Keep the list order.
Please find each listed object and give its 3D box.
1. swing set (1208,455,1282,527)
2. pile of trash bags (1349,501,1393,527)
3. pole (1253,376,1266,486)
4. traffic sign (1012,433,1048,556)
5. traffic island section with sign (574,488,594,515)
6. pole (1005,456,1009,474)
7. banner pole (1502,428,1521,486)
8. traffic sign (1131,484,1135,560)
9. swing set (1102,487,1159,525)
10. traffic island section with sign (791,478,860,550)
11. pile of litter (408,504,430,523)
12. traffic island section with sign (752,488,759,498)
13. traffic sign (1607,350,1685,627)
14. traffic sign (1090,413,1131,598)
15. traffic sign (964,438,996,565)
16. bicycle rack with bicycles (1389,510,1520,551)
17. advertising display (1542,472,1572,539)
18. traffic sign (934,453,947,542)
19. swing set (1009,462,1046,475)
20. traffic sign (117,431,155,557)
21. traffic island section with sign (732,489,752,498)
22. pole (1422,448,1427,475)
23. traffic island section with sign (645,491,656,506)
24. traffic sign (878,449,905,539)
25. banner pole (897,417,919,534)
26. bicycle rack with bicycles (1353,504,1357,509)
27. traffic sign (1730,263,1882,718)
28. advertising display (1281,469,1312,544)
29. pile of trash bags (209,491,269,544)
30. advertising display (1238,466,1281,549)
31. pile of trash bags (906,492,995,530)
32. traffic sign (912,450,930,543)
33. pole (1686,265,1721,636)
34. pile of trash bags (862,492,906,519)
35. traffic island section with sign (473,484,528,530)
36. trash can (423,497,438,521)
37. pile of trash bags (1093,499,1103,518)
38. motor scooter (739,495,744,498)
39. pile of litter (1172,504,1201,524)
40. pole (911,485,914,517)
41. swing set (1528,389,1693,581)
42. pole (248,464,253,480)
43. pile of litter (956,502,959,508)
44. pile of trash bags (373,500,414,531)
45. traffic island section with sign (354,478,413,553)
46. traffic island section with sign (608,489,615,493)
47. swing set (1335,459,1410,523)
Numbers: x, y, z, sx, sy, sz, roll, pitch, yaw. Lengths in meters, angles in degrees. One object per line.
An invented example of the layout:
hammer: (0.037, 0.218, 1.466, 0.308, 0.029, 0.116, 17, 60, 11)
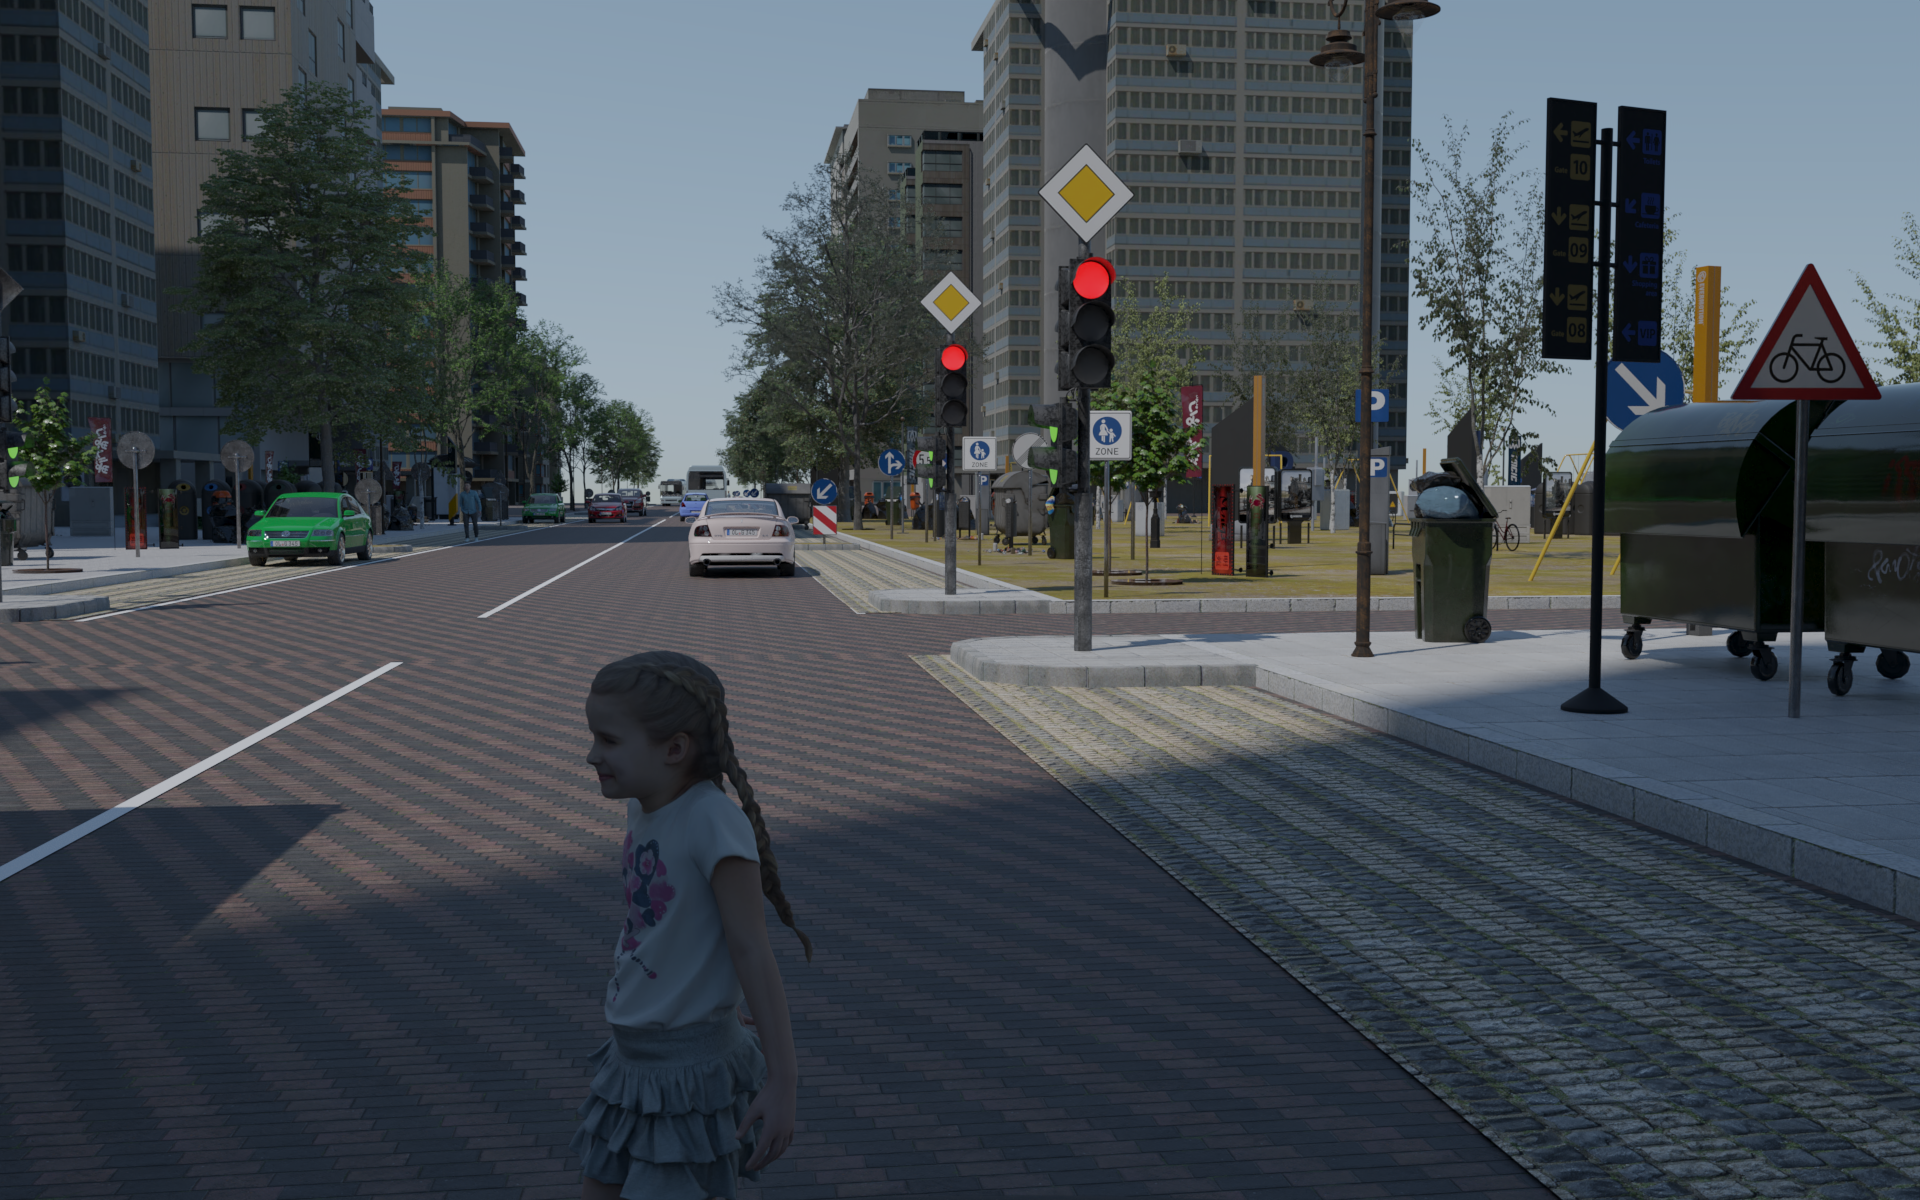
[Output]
swing set: (11.297, -4.389, 69.373, 3.119, 2.851, 2.862, 1, 4, 9)
pile of trash bags: (15.539, -3.596, 68.542, 1.912, 1.369, 3.447, -2, 4, -29)
pole: (5.172, -2.209, 29.962, 0.158, 3.312, 0.155, 0, 3, 0)
traffic sign: (1.460, -2.196, 36.006, 0.768, 2.556, 0.104, 0, 4, 0)
traffic island section with sign: (-25.534, -6.775, 119.406, 1.989, 1.847, 2.006, 0, 4, -8)
pole: (2.499, -6.015, 92.183, 0.158, 3.312, 0.155, 0, 3, 0)
banner pole: (20.734, -4.606, 65.326, 0.863, 3.779, 0.401, 1, 4, 14)
traffic sign: (3.374, -2.057, 33.744, 0.768, 2.556, 0.104, 0, 4, -4)
swing set: (6.712, -4.697, 74.418, 3.119, 2.851, 2.862, 3, 5, 42)
traffic island section with sign: (-3.654, -2.207, 44.713, 1.989, 1.847, 2.006, 0, 4, -8)
pile of litter: (-24.330, -3.893, 77.609, 1.719, 0.858, 1.176, -3, 5, -44)
traffic island section with sign: (-7.455, -3.839, 71.400, 1.989, 1.847, 2.006, 0, 4, -8)
traffic sign: (5.845, -0.909, 14.962, 0.768, 2.556, 0.104, 0, 4, -2)
traffic sign: (1.811, -1.179, 21.400, 0.606, 2.300, 0.079, 0, 4, 1)
traffic sign: (0.351, -1.769, 31.056, 0.606, 2.300, 0.079, 0, 4, -4)
bicycle rack with bicycles: (11.188, -1.612, 39.741, 2.852, 0.926, 2.925, 0, 4, -5)
advertising display: (17.088, -2.713, 49.571, 0.974, 1.923, 0.123, -1, 4, -22)
traffic sign: (-0.674, -2.854, 46.774, 0.768, 2.556, 0.104, 0, 4, -1)
swing set: (3.761, -5.368, 85.389, 3.119, 2.851, 2.862, -1, 4, -8)
traffic sign: (-16.693, -2.140, 35.090, 0.768, 2.556, 0.104, 0, 4, -1)
traffic island section with sign: (-18.202, -8.461, 146.964, 1.989, 1.847, 2.006, 0, 4, -8)
pole: (20.676, -5.096, 77.159, 0.158, 3.312, 0.155, 0, 3, 0)
traffic island section with sign: (-40.983, -13.415, 227.960, 1.989, 1.847, 2.006, 0, 4, -8)
traffic sign: (-1.927, -2.985, 48.904, 0.768, 2.556, 0.104, 0, 4, -5)
banner pole: (-1.681, -4.059, 56.383, 0.863, 3.779, 0.401, -3, 5, -39)
bicycle rack with bicycles: (16.837, -3.591, 72.088, 2.925, 0.926, 2.852, 0, 4, 1)
traffic sign: (4.787, -0.603, 9.865, 0.884, 2.594, 0.081, 0, 4, -5)
advertising display: (8.602, -2.403, 44.497, 0.974, 1.923, 0.123, -1, 4, -23)
pile of trash bags: (-19.012, -2.218, 46.023, 3.447, 1.369, 1.912, 3, 5, 43)
advertising display: (6.996, -2.170, 40.696, 0.974, 1.923, 0.123, 3, 4, 37)
pile of trash bags: (0.059, -3.210, 62.230, 3.447, 1.369, 1.912, -1, 4, -18)
traffic sign: (-0.881, -2.793, 45.772, 0.768, 2.556, 0.104, 0, 4, -6)
pole: (6.706, -1.331, 15.612, 0.158, 3.312, 0.155, 0, 3, 0)
pile of trash bags: (-3.377, -4.866, 89.313, 3.447, 1.369, 1.912, -3, 5, -44)
traffic island section with sign: (-18.403, -3.719, 69.436, 1.989, 1.847, 2.006, 0, 4, -8)
trash can: (-25.442, -4.373, 83.150, 0.748, 1.137, 0.748, 0, 3, 0)
pile of trash bags: (6.116, -5.015, 91.743, 1.912, 1.369, 3.447, 2, 4, 34)
motor scooter: (-27.422, -12.499, 217.132, 0.815, 1.314, 1.986, -1, 4, -10)
pile of litter: (9.898, -3.769, 75.589, 1.176, 0.858, 1.719, -1, 4, -11)
pole: (-2.664, -6.313, 97.066, 0.158, 3.312, 0.155, 0, 3, 0)
swing set: (10.493, -1.712, 25.618, 2.862, 2.851, 3.119, 3, 5, 44)
pole: (-32.329, -5.206, 78.958, 0.158, 3.312, 0.155, 0, 3, 0)
pile of litter: (-0.470, -4.842, 93.127, 1.176, 0.858, 1.719, 0, 4, -5)
pile of trash bags: (-20.793, -3.070, 59.944, 1.912, 1.369, 3.447, 3, 4, 37)
traffic island section with sign: (-14.581, -2.077, 42.588, 1.989, 1.847, 2.006, 0, 4, -8)
traffic island section with sign: (-29.331, -8.408, 146.093, 1.989, 1.847, 2.006, 0, 4, -8)
swing set: (17.944, -4.825, 76.508, 2.862, 2.851, 3.119, -1, 4, -16)
